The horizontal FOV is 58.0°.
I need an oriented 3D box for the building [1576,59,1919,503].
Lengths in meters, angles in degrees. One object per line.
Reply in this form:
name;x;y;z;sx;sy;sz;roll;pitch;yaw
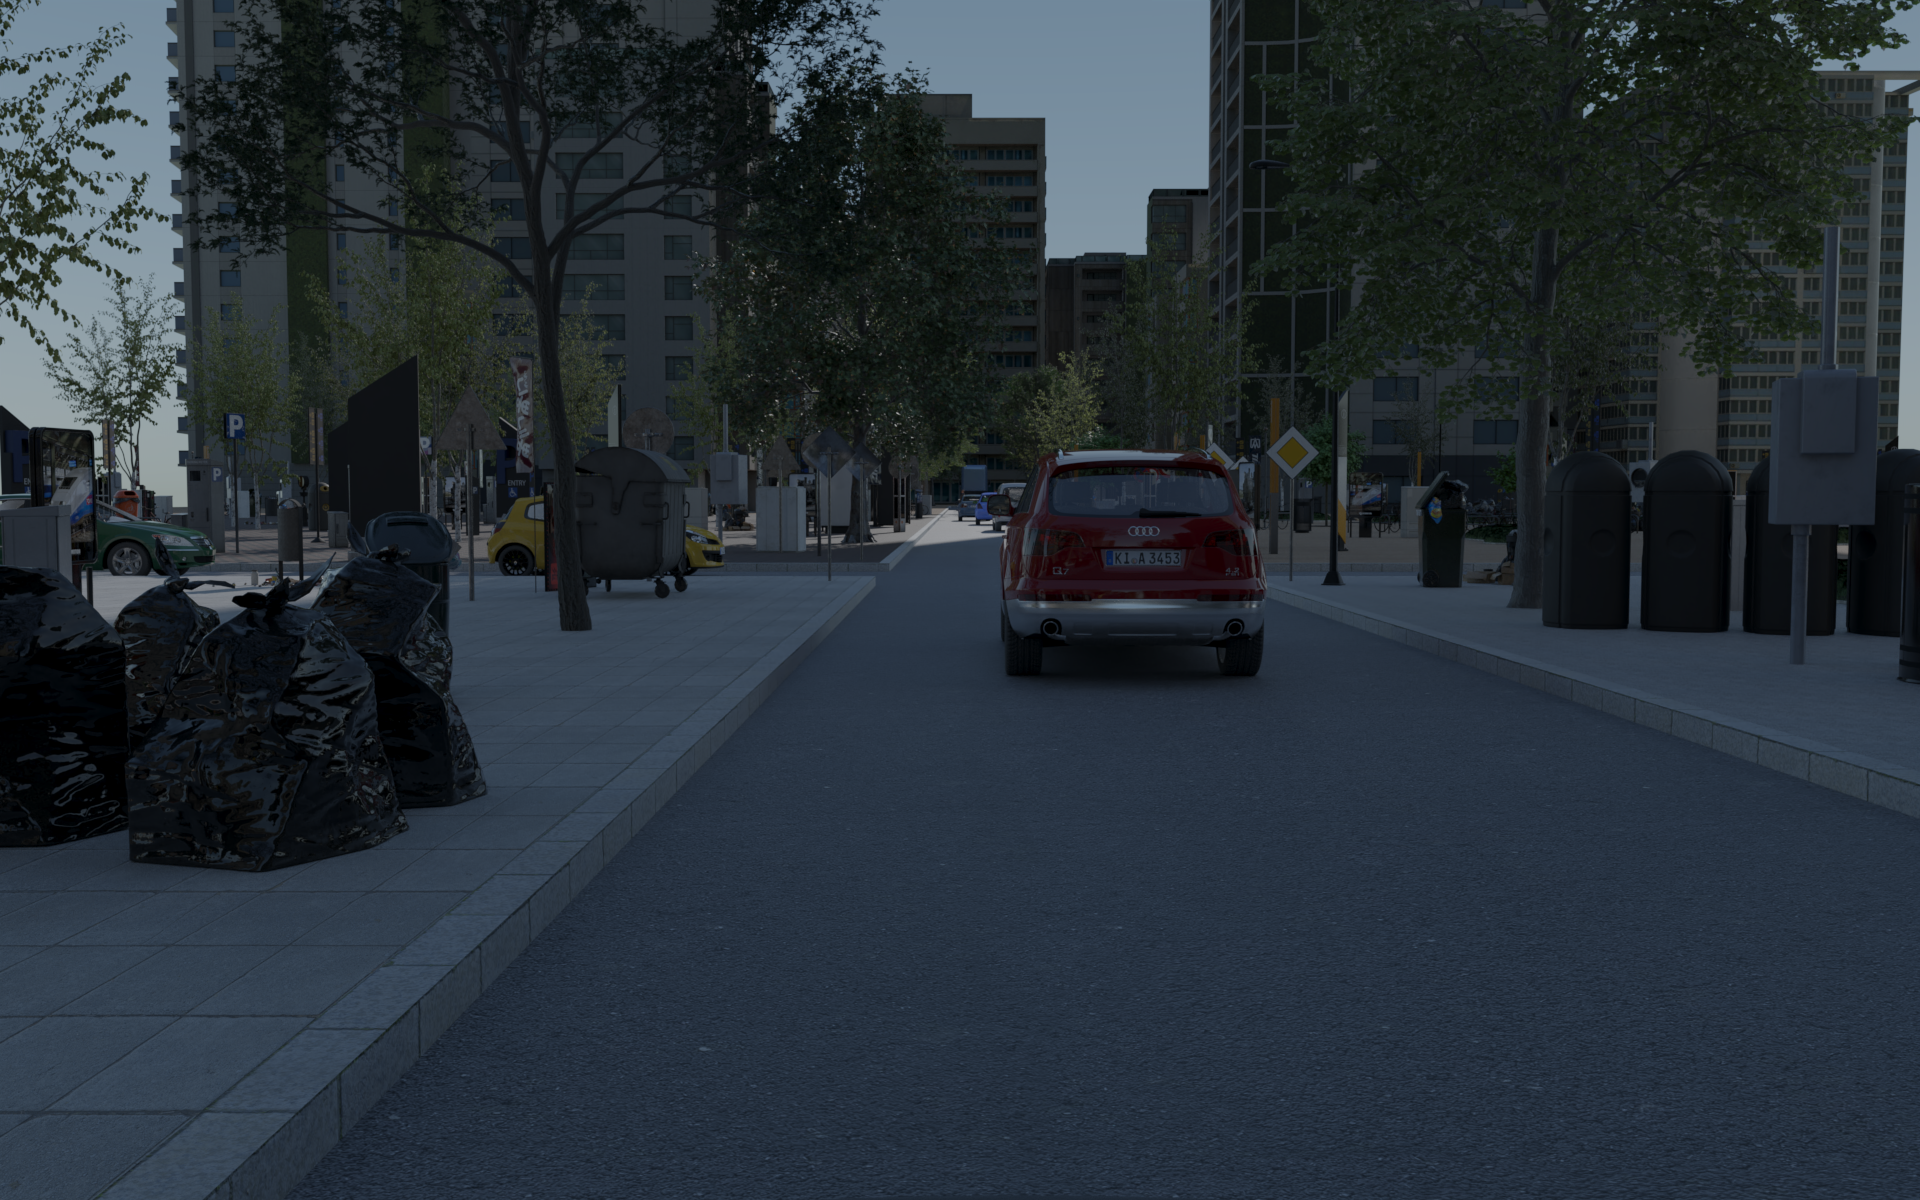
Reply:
building;68.799;-28.477;157.480;23.993;40.220;32.217;0;4;0

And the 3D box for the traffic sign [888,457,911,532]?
traffic sign;-2.019;-3.531;57.834;0.768;2.556;0.104;1;4;9

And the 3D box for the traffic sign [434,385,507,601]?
traffic sign;-5.870;-1.269;20.755;0.884;2.594;0.081;0;4;2

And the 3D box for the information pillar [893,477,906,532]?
information pillar;-2.039;-3.291;58.306;0.304;2.012;0.304;-3;5;-41

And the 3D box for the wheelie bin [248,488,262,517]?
wheelie bin;-39.636;-5.466;97.277;0.693;1.594;0.980;2;4;24

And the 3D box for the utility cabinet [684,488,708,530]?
utility cabinet;-9.342;-3.189;60.822;1.173;1.500;0.318;3;5;41

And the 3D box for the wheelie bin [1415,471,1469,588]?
wheelie bin;6.681;-0.984;23.990;0.693;1.594;0.980;1;4;8

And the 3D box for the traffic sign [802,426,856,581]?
traffic sign;-1.920;-1.337;25.500;0.795;2.450;0.064;0;4;0

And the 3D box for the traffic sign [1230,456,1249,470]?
traffic sign;8.580;-3.144;52.586;0.795;2.450;0.064;0;4;4

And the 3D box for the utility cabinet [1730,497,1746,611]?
utility cabinet;8.874;-0.496;19.266;1.020;1.237;0.306;-1;4;-19

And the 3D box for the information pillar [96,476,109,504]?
information pillar;-35.183;-4.077;71.147;0.304;2.012;0.304;1;4;18

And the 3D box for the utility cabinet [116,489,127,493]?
utility cabinet;-34.028;-3.770;70.311;0.318;1.500;1.173;-1;4;-20

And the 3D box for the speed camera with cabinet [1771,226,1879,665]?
speed camera with cabinet;7.171;-1.134;12.877;2.038;3.252;0.660;1;4;19

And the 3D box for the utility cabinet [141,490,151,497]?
utility cabinet;-40.644;-4.733;86.069;1.173;1.500;0.318;3;4;36

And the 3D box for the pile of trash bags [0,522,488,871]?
pile of trash bags;-3.648;0.161;7.116;3.447;1.369;1.912;1;4;18

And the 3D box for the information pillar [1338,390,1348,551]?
information pillar;8.484;-2.895;38.694;0.183;3.616;0.504;3;5;45

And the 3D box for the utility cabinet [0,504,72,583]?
utility cabinet;-5.362;0.066;10.084;0.306;1.237;1.020;-2;4;-24

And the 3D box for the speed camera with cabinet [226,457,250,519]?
speed camera with cabinet;-38.211;-5.952;91.658;0.660;3.252;2.038;-3;4;-39

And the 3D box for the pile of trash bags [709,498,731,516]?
pile of trash bags;-15.328;-5.990;107.683;3.447;1.369;1.912;-3;5;-43

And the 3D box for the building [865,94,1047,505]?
building;-0.533;-36.066;213.374;21.600;48.544;21.300;0;4;0

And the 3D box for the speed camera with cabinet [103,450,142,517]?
speed camera with cabinet;-35.360;-4.811;72.996;0.660;3.252;2.038;0;4;7

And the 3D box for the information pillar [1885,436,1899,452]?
information pillar;37.178;-4.758;69.153;0.504;3.616;0.183;2;4;27

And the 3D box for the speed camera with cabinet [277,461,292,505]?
speed camera with cabinet;-40.995;-6.769;105.006;0.660;3.252;2.038;-2;4;-30

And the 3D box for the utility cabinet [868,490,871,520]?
utility cabinet;-3.931;-4.560;83.228;0.318;1.500;1.173;-3;5;-42

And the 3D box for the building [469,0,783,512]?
building;-24.371;-42.440;132.138;20.563;71.187;20.611;0;4;0

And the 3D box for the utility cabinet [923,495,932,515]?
utility cabinet;-2.262;-5.905;107.716;1.020;1.237;0.306;2;4;26

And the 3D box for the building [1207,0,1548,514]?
building;26.457;-41.567;117.880;20.563;71.187;20.611;0;4;0

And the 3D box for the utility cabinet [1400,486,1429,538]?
utility cabinet;13.456;-2.563;50.589;1.173;1.500;0.318;-1;4;-23

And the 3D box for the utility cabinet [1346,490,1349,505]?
utility cabinet;21.232;-5.224;94.092;0.318;1.500;1.173;-1;4;-22

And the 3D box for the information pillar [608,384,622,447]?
information pillar;-7.372;-2.797;37.089;0.183;3.616;0.504;-3;4;-38

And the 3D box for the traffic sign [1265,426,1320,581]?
traffic sign;4.874;-1.335;25.464;0.795;2.450;0.064;0;4;0

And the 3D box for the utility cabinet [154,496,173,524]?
utility cabinet;-34.734;-3.937;75.538;1.020;1.237;0.306;3;4;36

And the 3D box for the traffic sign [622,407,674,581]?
traffic sign;-4.568;-1.546;25.381;0.768;2.556;0.104;0;4;2

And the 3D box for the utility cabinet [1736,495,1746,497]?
utility cabinet;34.469;-4.016;76.821;1.020;1.237;0.306;-1;4;-21

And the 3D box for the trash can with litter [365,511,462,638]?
trash can with litter;-3.371;0.033;10.848;0.624;1.170;1.055;-2;4;-24

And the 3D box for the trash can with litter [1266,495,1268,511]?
trash can with litter;16.699;-5.128;94.892;1.678;1.210;2.233;0;4;4

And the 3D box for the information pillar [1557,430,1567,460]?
information pillar;21.944;-4.399;63.272;0.504;3.616;0.183;-2;4;-34

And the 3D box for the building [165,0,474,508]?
building;-57.240;-37.947;162.435;28.212;58.520;21.231;0;4;0

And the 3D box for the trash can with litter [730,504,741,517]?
trash can with litter;-11.969;-4.972;92.671;0.624;1.170;1.055;1;4;14

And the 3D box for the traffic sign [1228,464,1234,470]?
traffic sign;8.905;-3.410;57.878;0.606;2.300;0.079;0;4;5

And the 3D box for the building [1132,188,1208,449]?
building;24.640;-24.120;166.057;14.160;30.474;14.107;0;4;0

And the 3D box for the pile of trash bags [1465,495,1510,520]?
pile of trash bags;25.708;-4.461;82.695;3.447;1.369;1.912;0;4;-6

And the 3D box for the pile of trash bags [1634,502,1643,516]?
pile of trash bags;30.993;-4.107;76.896;1.912;1.369;3.447;1;4;12

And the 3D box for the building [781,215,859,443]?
building;-23.318;-32.233;218.894;23.993;40.220;32.217;0;4;0

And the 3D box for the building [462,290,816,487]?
building;-27.652;-19.295;160.506;28.899;21.520;27.650;0;4;0

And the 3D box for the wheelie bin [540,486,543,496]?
wheelie bin;-16.082;-3.676;68.012;0.980;1.594;0.693;-2;4;-26

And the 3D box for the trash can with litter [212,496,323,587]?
trash can with litter;-9.183;-0.797;24.082;2.233;1.210;1.678;3;4;36

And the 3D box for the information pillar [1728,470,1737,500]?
information pillar;23.792;-3.002;53.579;0.304;2.012;0.304;0;4;0

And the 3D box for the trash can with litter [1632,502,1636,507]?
trash can with litter;42.036;-5.926;108.277;0.624;1.170;1.055;2;4;27

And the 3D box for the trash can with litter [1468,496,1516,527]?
trash can with litter;20.783;-3.409;66.797;2.233;1.210;1.678;2;4;25

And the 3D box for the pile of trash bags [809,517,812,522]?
pile of trash bags;-6.757;-4.269;79.555;1.912;1.369;3.447;0;4;0

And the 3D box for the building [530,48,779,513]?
building;-19.921;-21.061;116.043;14.160;30.474;14.107;0;4;0

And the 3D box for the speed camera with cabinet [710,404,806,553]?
speed camera with cabinet;-4.455;-2.686;38.259;2.038;3.252;0.660;1;4;14

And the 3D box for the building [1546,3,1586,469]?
building;46.014;-32.923;161.996;21.600;48.544;21.300;0;4;0

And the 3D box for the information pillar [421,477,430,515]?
information pillar;-22.945;-4.278;74.432;0.304;2.012;0.304;-2;4;-30

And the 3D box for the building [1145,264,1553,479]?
building;30.798;-18.316;144.503;27.650;21.520;28.899;0;4;0

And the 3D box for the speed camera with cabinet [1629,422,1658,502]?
speed camera with cabinet;18.494;-3.296;48.220;0.660;3.252;2.038;-2;4;-31

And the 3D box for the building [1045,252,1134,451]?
building;17.323;-26.802;209.911;14.107;30.474;14.160;0;4;0

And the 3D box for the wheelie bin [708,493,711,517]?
wheelie bin;-14.418;-5.464;97.241;0.980;1.594;0.693;-3;4;-38
